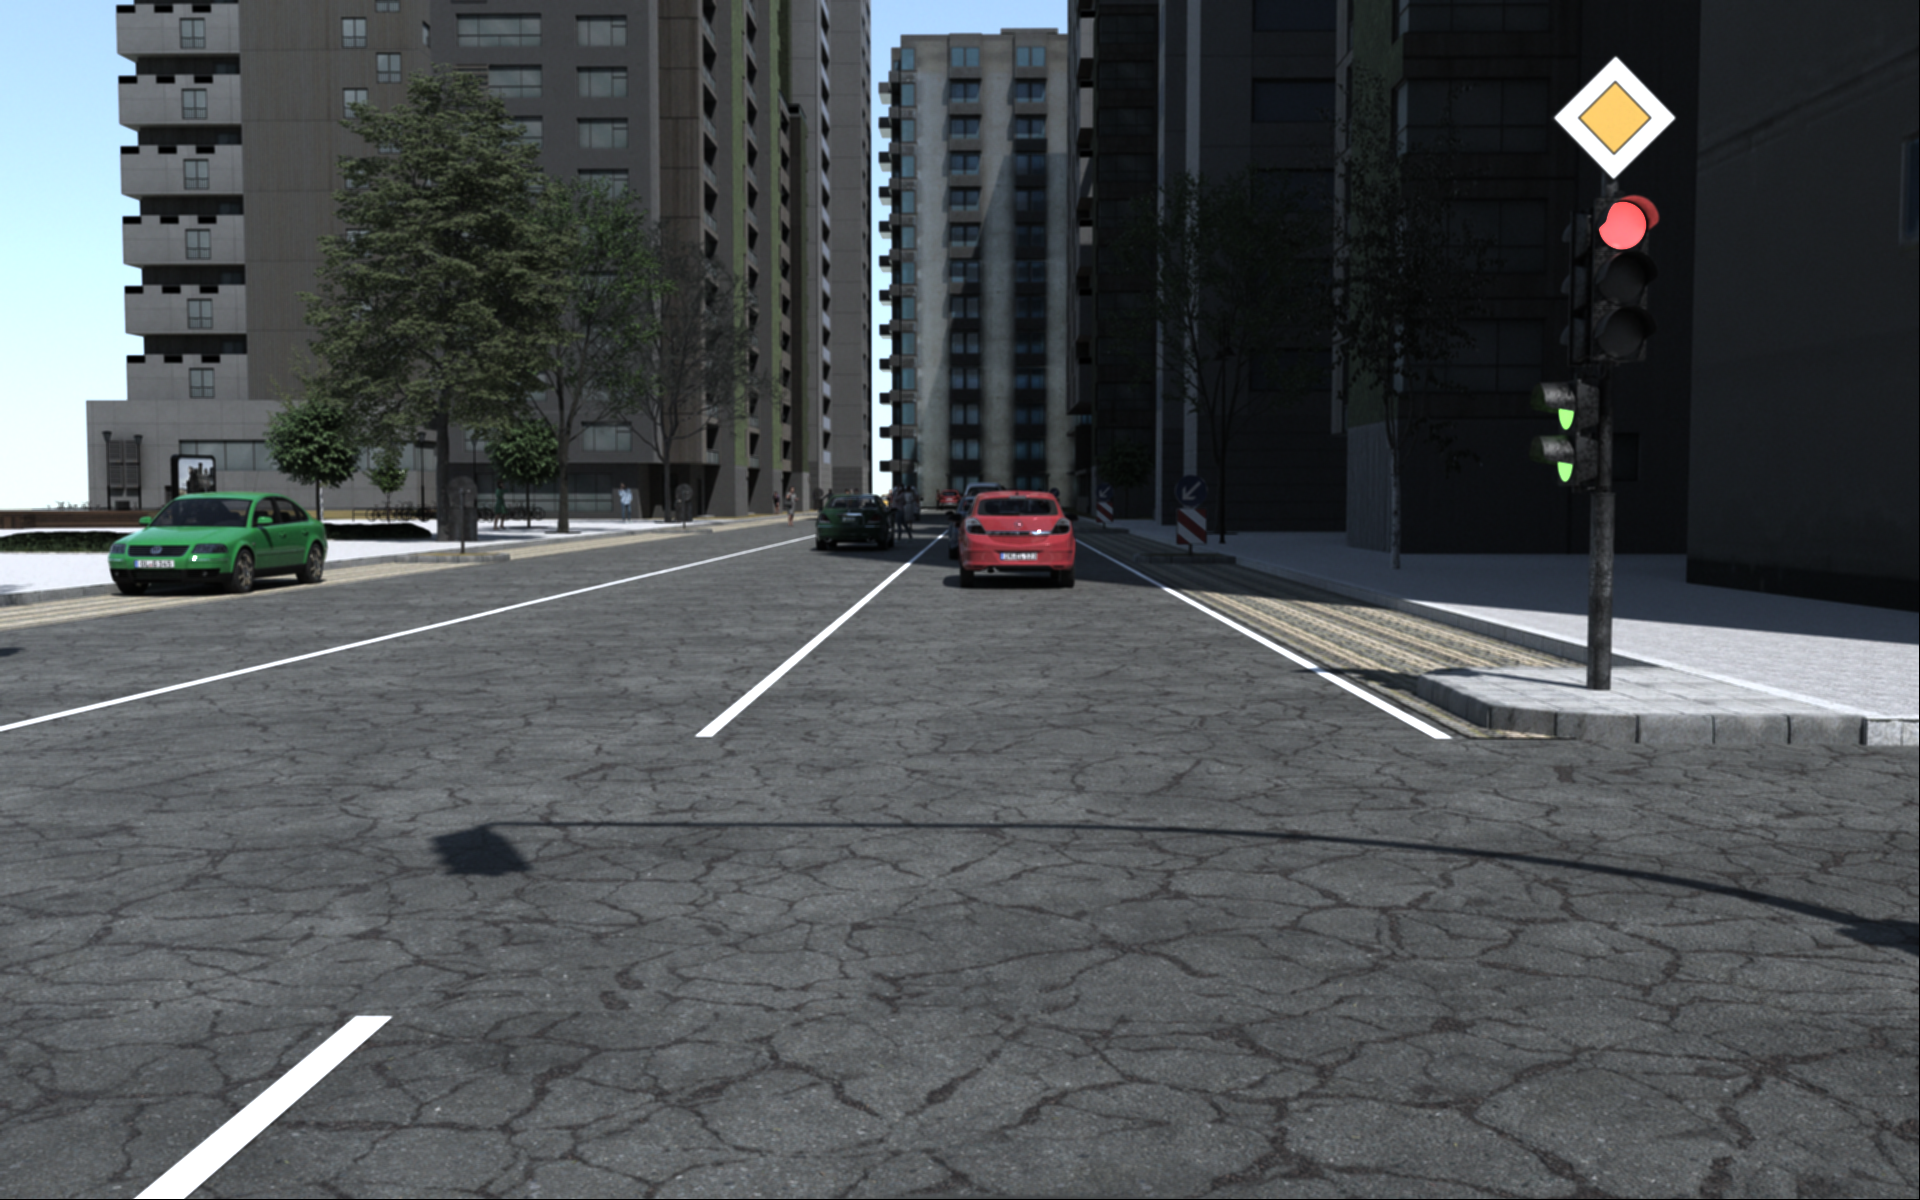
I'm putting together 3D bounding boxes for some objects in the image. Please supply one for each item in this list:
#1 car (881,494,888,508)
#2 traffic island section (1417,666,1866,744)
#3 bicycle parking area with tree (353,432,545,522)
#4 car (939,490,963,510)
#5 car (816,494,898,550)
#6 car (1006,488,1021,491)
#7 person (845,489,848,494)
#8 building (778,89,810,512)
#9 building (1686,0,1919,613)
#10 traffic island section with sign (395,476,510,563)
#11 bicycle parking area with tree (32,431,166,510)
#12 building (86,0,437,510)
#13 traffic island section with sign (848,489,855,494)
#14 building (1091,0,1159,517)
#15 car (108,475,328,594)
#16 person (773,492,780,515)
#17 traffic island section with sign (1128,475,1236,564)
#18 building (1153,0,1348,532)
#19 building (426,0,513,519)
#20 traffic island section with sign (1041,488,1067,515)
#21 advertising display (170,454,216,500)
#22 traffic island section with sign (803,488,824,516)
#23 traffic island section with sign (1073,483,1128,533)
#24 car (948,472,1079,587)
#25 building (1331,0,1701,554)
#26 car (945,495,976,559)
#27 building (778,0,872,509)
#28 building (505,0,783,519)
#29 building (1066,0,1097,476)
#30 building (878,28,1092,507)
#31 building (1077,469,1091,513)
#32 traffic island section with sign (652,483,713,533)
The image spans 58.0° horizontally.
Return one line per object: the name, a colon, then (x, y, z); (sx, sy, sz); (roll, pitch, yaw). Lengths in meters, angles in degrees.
car: (-5.676, -7.860, 138.728); (2.015, 1.641, 3.980); (0, 4, -1)
traffic island section: (4.218, 0.667, 11.383); (2.009, 0.180, 2.903); (0, 4, 1)
bicycle parking area with tree: (-24.322, -5.867, 82.926); (9.016, 4.147, 8.231); (2, 4, 25)
car: (-0.874, -9.018, 156.110); (2.281, 1.827, 5.304); (0, 4, 1)
car: (-2.719, -2.061, 45.494); (2.131, 1.459, 4.920); (0, 4, 1)
car: (3.150, -6.193, 109.925); (2.281, 1.827, 5.304); (0, 4, 2)
person: (-10.750, -9.514, 162.314); (0.721, 1.735, 1.217); (0, 4, 4)
building: (-18.470, -21.475, 122.821); (14.160, 30.474, 14.107); (0, 4, 1)
building: (20.897, -24.176, 18.978); (21.600, 48.544, 21.300); (0, 4, 1)
traffic island section with sign: (-10.649, -1.714, 36.648); (1.989, 1.847, 2.006); (0, 4, 1)
bicycle parking area with tree: (-39.293, -5.795, 81.745); (9.016, 4.147, 8.231); (0, 4, 2)
building: (-54.581, -34.197, 148.361); (27.495, 52.752, 28.713); (0, 4, 1)
traffic island section with sign: (-8.787, -8.089, 140.874); (1.989, 1.847, 2.006); (0, 4, 1)
building: (14.770, -20.259, 102.942); (14.160, 30.474, 14.107); (0, 4, 1)
car: (-11.080, -1.058, 26.092); (1.959, 1.807, 4.718); (0, 4, 0)
person: (-11.482, -6.064, 108.429); (0.421, 1.427, 0.697); (0, 4, 5)
traffic island section with sign: (4.654, -1.693, 36.309); (1.989, 1.847, 2.006); (0, 4, 1)
building: (18.801, -32.362, 71.124); (21.231, 58.520, 28.212); (0, 4, 1)
building: (-19.531, -25.067, 93.446); (14.154, 41.232, 14.086); (0, 4, 1)
traffic island section with sign: (6.050, -6.410, 113.439); (1.989, 1.847, 2.006); (0, 4, 1)
advertising display: (-12.598, -1.425, 28.508); (0.123, 1.923, 0.974); (1, 4, 13)
traffic island section with sign: (-9.274, -6.440, 113.922); (1.989, 1.847, 2.006); (0, 4, 1)
traffic island section with sign: (5.157, -3.369, 63.718); (1.989, 1.847, 2.006); (0, 4, 1)
car: (0.875, -1.163, 28.062); (2.155, 1.783, 4.494); (0, 3, 0)
building: (16.475, -21.957, 42.594); (14.154, 41.232, 14.086); (0, 4, 1)
car: (0.652, -1.678, 39.444); (2.014, 1.417, 4.499); (0, 4, 2)
building: (-23.407, -38.995, 179.567); (28.212, 58.520, 21.231); (0, 4, 1)
building: (-18.959, -25.929, 107.536); (14.154, 41.232, 14.086); (0, 4, 1)
building: (23.046, -34.117, 147.053); (28.713, 52.752, 27.495); (0, 4, 1)
building: (7.046, -34.340, 181.061); (30.456, 49.044, 23.786); (0, 4, 1)
building: (24.734, -26.275, 121.485); (32.217, 40.220, 23.993); (0, 4, 1)
traffic island section with sign: (-10.169, -3.367, 63.675); (1.989, 1.847, 2.006); (0, 4, 1)
